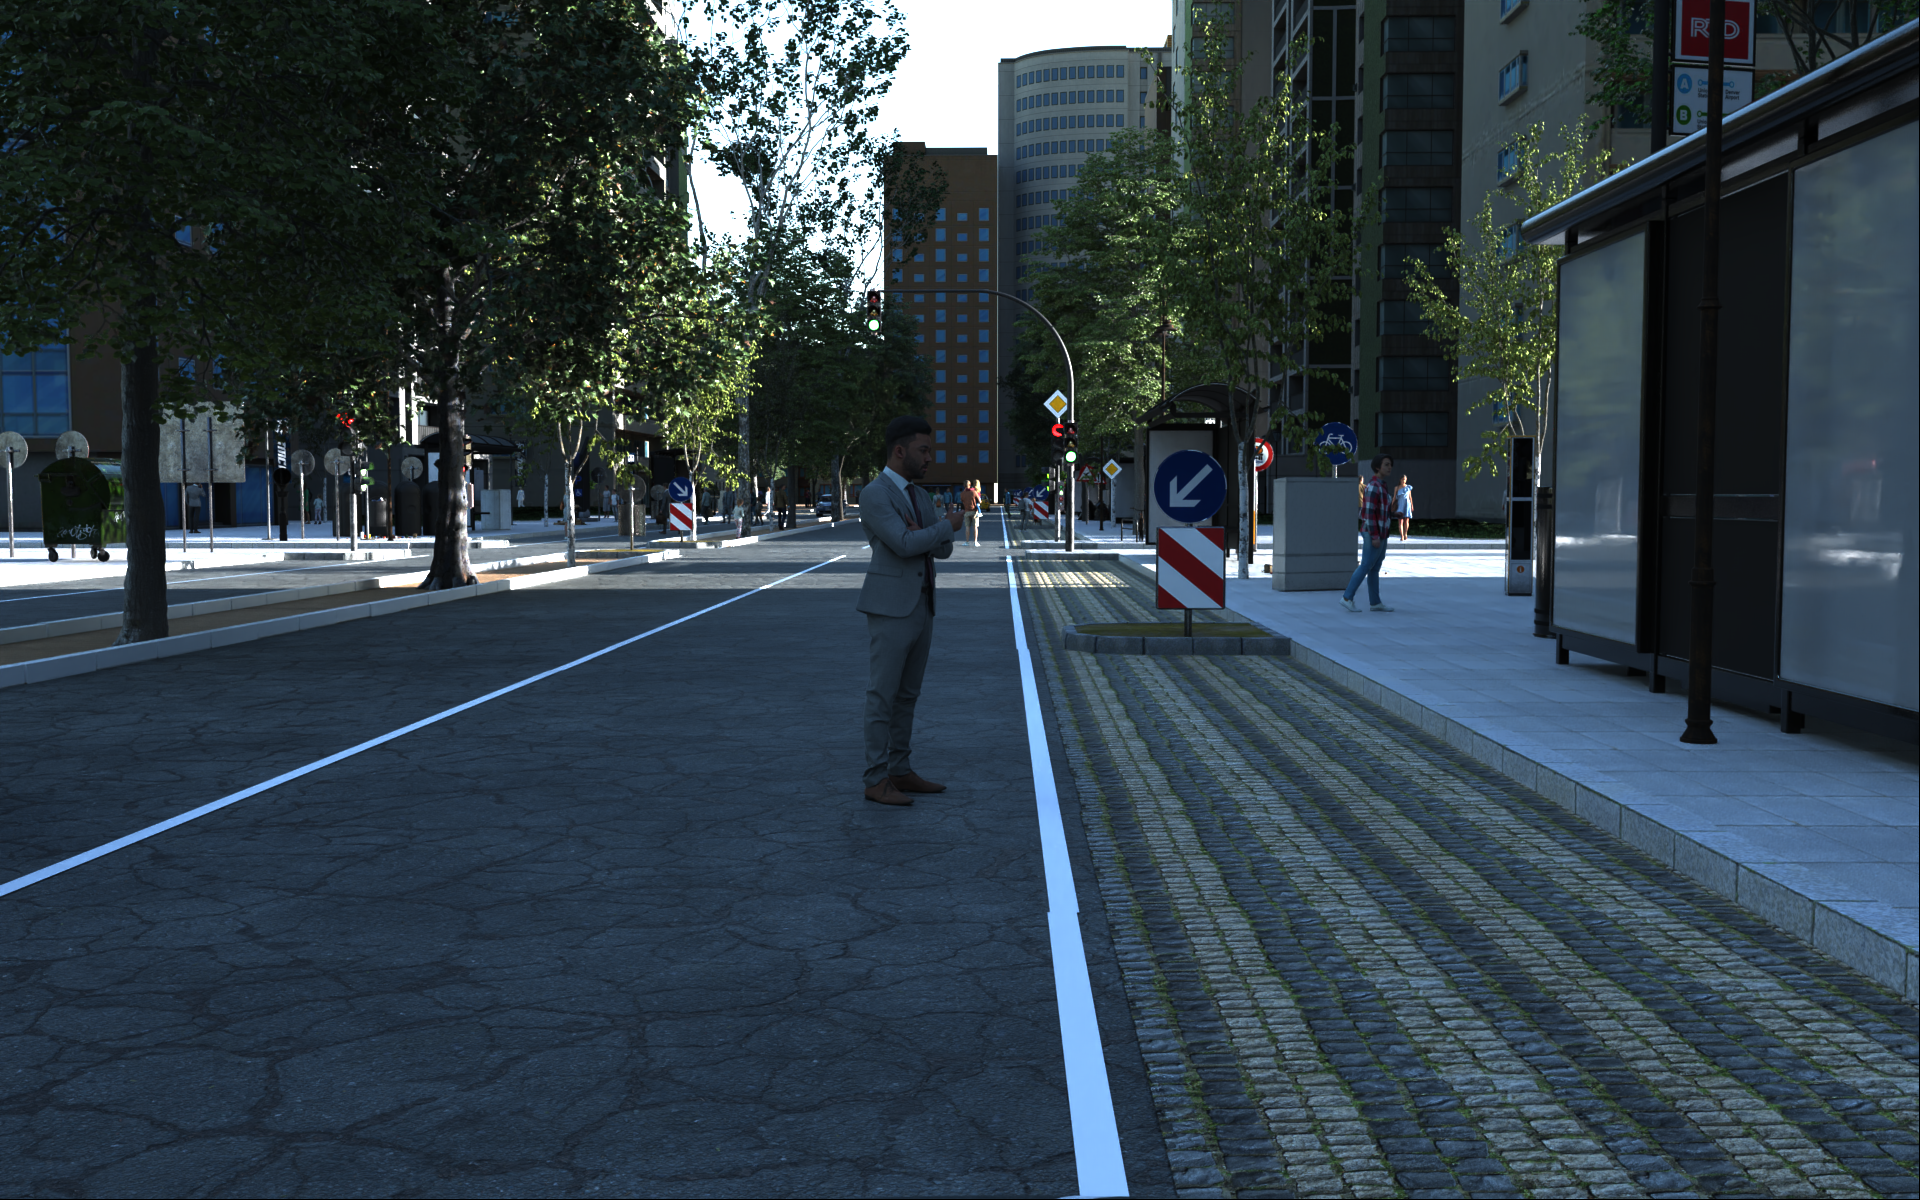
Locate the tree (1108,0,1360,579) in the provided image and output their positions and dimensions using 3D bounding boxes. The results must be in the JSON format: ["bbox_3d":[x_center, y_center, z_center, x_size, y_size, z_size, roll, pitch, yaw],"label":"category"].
[{"bbox_3d":[4.261,-4.610,25.736,4.737,8.622,4.395,0,3,0],"label":"tree"}]

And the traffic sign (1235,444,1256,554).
[{"bbox_3d":[5.978,-2.272,37.248,0.768,2.556,0.104,0,4,4],"label":"traffic sign"}]

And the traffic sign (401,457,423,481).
[{"bbox_3d":[-18.602,-3.589,58.791,0.768,2.556,0.104,0,4,2],"label":"traffic sign"}]

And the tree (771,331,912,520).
[{"bbox_3d":[-6.429,-9.620,94.161,8.767,10.594,7.601,0,4,1],"label":"tree"}]

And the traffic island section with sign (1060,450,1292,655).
[{"bbox_3d":[1.965,-0.466,16.250,1.989,1.847,2.006,0,4,1],"label":"traffic island section with sign"}]

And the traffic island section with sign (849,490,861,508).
[{"bbox_3d":[-10.249,-10.242,176.089,1.989,1.847,2.006,0,4,1],"label":"traffic island section with sign"}]

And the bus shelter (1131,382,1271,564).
[{"bbox_3d":[4.658,-2.456,34.083,2.014,3.302,5.546,0,4,1],"label":"bus shelter"}]

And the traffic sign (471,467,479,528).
[{"bbox_3d":[-18.696,-3.926,66.318,0.606,2.300,0.079,1,4,11],"label":"traffic sign"}]

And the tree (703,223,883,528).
[{"bbox_3d":[-7.147,-9.289,72.460,7.486,12.596,7.792,0,3,0],"label":"tree"}]

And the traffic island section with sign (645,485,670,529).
[{"bbox_3d":[-12.601,-3.880,72.063,1.989,1.847,2.006,0,4,1],"label":"traffic island section with sign"}]

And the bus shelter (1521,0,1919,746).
[{"bbox_3d":[5.271,-2.070,11.479,2.179,5.291,8.768,0,4,1],"label":"bus shelter"}]

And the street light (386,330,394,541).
[{"bbox_3d":[-15.621,-4.559,47.334,0.468,5.910,1.993,0,4,1],"label":"street light"}]

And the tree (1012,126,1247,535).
[{"bbox_3d":[5.231,-8.331,54.338,7.486,12.596,7.792,0,3,0],"label":"tree"}]

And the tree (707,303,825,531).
[{"bbox_3d":[-7.214,-6.931,66.145,4.360,8.622,3.978,0,3,0],"label":"tree"}]

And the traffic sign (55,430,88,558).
[{"bbox_3d":[-17.803,-2.116,34.711,0.768,2.556,0.104,1,4,11],"label":"traffic sign"}]

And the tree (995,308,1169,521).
[{"bbox_3d":[5.914,-9.005,81.636,8.767,10.594,7.601,0,4,1],"label":"tree"}]

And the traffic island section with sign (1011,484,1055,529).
[{"bbox_3d":[3.206,-3.830,71.245,1.989,1.847,2.006,0,4,1],"label":"traffic island section with sign"}]

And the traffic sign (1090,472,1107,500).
[{"bbox_3d":[7.375,-5.644,92.289,0.884,2.594,0.081,0,4,2],"label":"traffic sign"}]

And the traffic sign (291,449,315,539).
[{"bbox_3d":[-18.764,-3.014,49.381,0.768,2.556,0.104,0,4,7],"label":"traffic sign"}]

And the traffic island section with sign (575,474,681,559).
[{"bbox_3d":[-7.552,-1.896,39.134,2.006,1.907,1.989,0,4,1],"label":"traffic island section with sign"}]

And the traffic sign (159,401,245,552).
[{"bbox_3d":[-16.787,-2.704,38.077,2.265,3.308,0.079,1,4,9],"label":"traffic sign"}]

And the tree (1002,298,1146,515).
[{"bbox_3d":[6.991,-12.173,105.682,9.857,13.997,8.962,0,3,0],"label":"tree"}]

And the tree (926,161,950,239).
[{"bbox_3d":[-7.202,-13.783,83.697,12.611,20.169,13.585,0,3,0],"label":"tree"}]

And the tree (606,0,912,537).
[{"bbox_3d":[-8.285,-12.165,57.246,12.611,20.169,13.585,0,3,0],"label":"tree"}]

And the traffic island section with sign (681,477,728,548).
[{"bbox_3d":[-7.375,-2.349,46.539,2.006,1.907,1.989,0,4,1],"label":"traffic island section with sign"}]

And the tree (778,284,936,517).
[{"bbox_3d":[-5.838,-12.014,105.539,9.857,13.997,8.962,0,3,0],"label":"tree"}]

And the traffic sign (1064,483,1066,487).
[{"bbox_3d":[7.771,-7.477,122.249,0.884,2.594,0.081,0,4,6],"label":"traffic sign"}]

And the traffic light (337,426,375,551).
[{"bbox_3d":[-13.633,-3.057,38.903,0.839,4.253,0.868,0,4,1],"label":"traffic light"}]

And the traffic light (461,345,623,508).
[{"bbox_3d":[-11.360,-4.416,46.874,4.771,5.953,1.251,0,4,1],"label":"traffic light"}]

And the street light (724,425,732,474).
[{"bbox_3d":[-14.177,-8.151,106.052,0.468,5.910,1.993,0,4,1],"label":"street light"}]

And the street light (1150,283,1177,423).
[{"bbox_3d":[4.471,-3.997,38.146,0.468,5.910,1.993,0,4,1],"label":"street light"}]

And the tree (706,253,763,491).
[{"bbox_3d":[-7.395,-5.808,47.775,4.737,8.622,4.395,0,3,0],"label":"tree"}]

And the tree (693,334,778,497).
[{"bbox_3d":[-14.506,-13.156,121.748,9.857,13.997,8.962,0,3,0],"label":"tree"}]

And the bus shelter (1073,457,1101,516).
[{"bbox_3d":[7.218,-6.281,96.612,2.014,3.302,5.546,0,4,1],"label":"bus shelter"}]

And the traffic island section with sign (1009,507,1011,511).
[{"bbox_3d":[3.814,-5.480,98.234,1.989,1.847,2.006,0,4,1],"label":"traffic island section with sign"}]

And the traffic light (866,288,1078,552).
[{"bbox_3d":[0.331,-3.902,38.463,4.771,5.953,1.251,0,4,1],"label":"traffic light"}]

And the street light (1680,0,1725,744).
[{"bbox_3d":[3.822,-2.202,8.786,0.468,5.910,1.993,0,4,1],"label":"street light"}]

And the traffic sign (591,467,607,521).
[{"bbox_3d":[-17.027,-4.989,81.674,0.768,2.556,0.104,0,4,4],"label":"traffic sign"}]

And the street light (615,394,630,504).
[{"bbox_3d":[-14.862,-6.355,76.692,0.468,5.910,1.993,0,4,1],"label":"street light"}]

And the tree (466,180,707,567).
[{"bbox_3d":[-7.544,-4.921,33.279,4.737,8.622,4.395,0,3,0],"label":"tree"}]

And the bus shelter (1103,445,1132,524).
[{"bbox_3d":[7.227,-4.828,72.857,2.014,3.302,5.546,0,4,1],"label":"bus shelter"}]

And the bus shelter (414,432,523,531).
[{"bbox_3d":[-16.471,-3.945,58.417,2.014,3.302,5.546,0,4,1],"label":"bus shelter"}]

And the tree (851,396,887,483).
[{"bbox_3d":[-5.859,-9.885,114.431,4.737,8.622,4.395,0,3,0],"label":"tree"}]

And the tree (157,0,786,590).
[{"bbox_3d":[-7.666,-6.509,25.895,9.611,12.733,9.660,0,3,0],"label":"tree"}]

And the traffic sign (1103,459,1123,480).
[{"bbox_3d":[5.617,-3.926,63.917,0.795,2.593,0.064,0,4,5],"label":"traffic sign"}]

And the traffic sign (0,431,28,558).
[{"bbox_3d":[-19.182,-2.132,34.969,0.768,2.556,0.104,0,4,7],"label":"traffic sign"}]

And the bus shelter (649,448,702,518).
[{"bbox_3d":[-14.969,-6.126,91.445,1.731,3.624,6.357,0,4,1],"label":"bus shelter"}]

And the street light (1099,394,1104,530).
[{"bbox_3d":[4.993,-5.393,60.958,0.468,5.910,1.993,0,4,1],"label":"street light"}]

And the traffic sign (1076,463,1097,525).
[{"bbox_3d":[5.331,-4.458,72.897,0.884,2.594,0.081,0,4,7],"label":"traffic sign"}]

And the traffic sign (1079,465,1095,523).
[{"bbox_3d":[5.665,-4.699,76.940,0.768,2.556,0.104,0,4,2],"label":"traffic sign"}]

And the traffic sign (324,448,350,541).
[{"bbox_3d":[-17.111,-2.904,47.580,0.768,2.556,0.104,0,4,5],"label":"traffic sign"}]

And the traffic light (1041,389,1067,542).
[{"bbox_3d":[2.605,-3.524,46.540,0.839,4.253,0.868,0,4,1],"label":"traffic light"}]

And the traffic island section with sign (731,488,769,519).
[{"bbox_3d":[-11.992,-5.528,99.011,1.989,1.847,2.006,0,4,1],"label":"traffic island section with sign"}]

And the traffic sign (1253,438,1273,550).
[{"bbox_3d":[6.676,-2.386,39.116,0.768,2.556,0.104,0,4,5],"label":"traffic sign"}]

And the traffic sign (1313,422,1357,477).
[{"bbox_3d":[6.637,-1.872,30.717,0.768,2.556,0.104,0,4,4],"label":"traffic sign"}]
